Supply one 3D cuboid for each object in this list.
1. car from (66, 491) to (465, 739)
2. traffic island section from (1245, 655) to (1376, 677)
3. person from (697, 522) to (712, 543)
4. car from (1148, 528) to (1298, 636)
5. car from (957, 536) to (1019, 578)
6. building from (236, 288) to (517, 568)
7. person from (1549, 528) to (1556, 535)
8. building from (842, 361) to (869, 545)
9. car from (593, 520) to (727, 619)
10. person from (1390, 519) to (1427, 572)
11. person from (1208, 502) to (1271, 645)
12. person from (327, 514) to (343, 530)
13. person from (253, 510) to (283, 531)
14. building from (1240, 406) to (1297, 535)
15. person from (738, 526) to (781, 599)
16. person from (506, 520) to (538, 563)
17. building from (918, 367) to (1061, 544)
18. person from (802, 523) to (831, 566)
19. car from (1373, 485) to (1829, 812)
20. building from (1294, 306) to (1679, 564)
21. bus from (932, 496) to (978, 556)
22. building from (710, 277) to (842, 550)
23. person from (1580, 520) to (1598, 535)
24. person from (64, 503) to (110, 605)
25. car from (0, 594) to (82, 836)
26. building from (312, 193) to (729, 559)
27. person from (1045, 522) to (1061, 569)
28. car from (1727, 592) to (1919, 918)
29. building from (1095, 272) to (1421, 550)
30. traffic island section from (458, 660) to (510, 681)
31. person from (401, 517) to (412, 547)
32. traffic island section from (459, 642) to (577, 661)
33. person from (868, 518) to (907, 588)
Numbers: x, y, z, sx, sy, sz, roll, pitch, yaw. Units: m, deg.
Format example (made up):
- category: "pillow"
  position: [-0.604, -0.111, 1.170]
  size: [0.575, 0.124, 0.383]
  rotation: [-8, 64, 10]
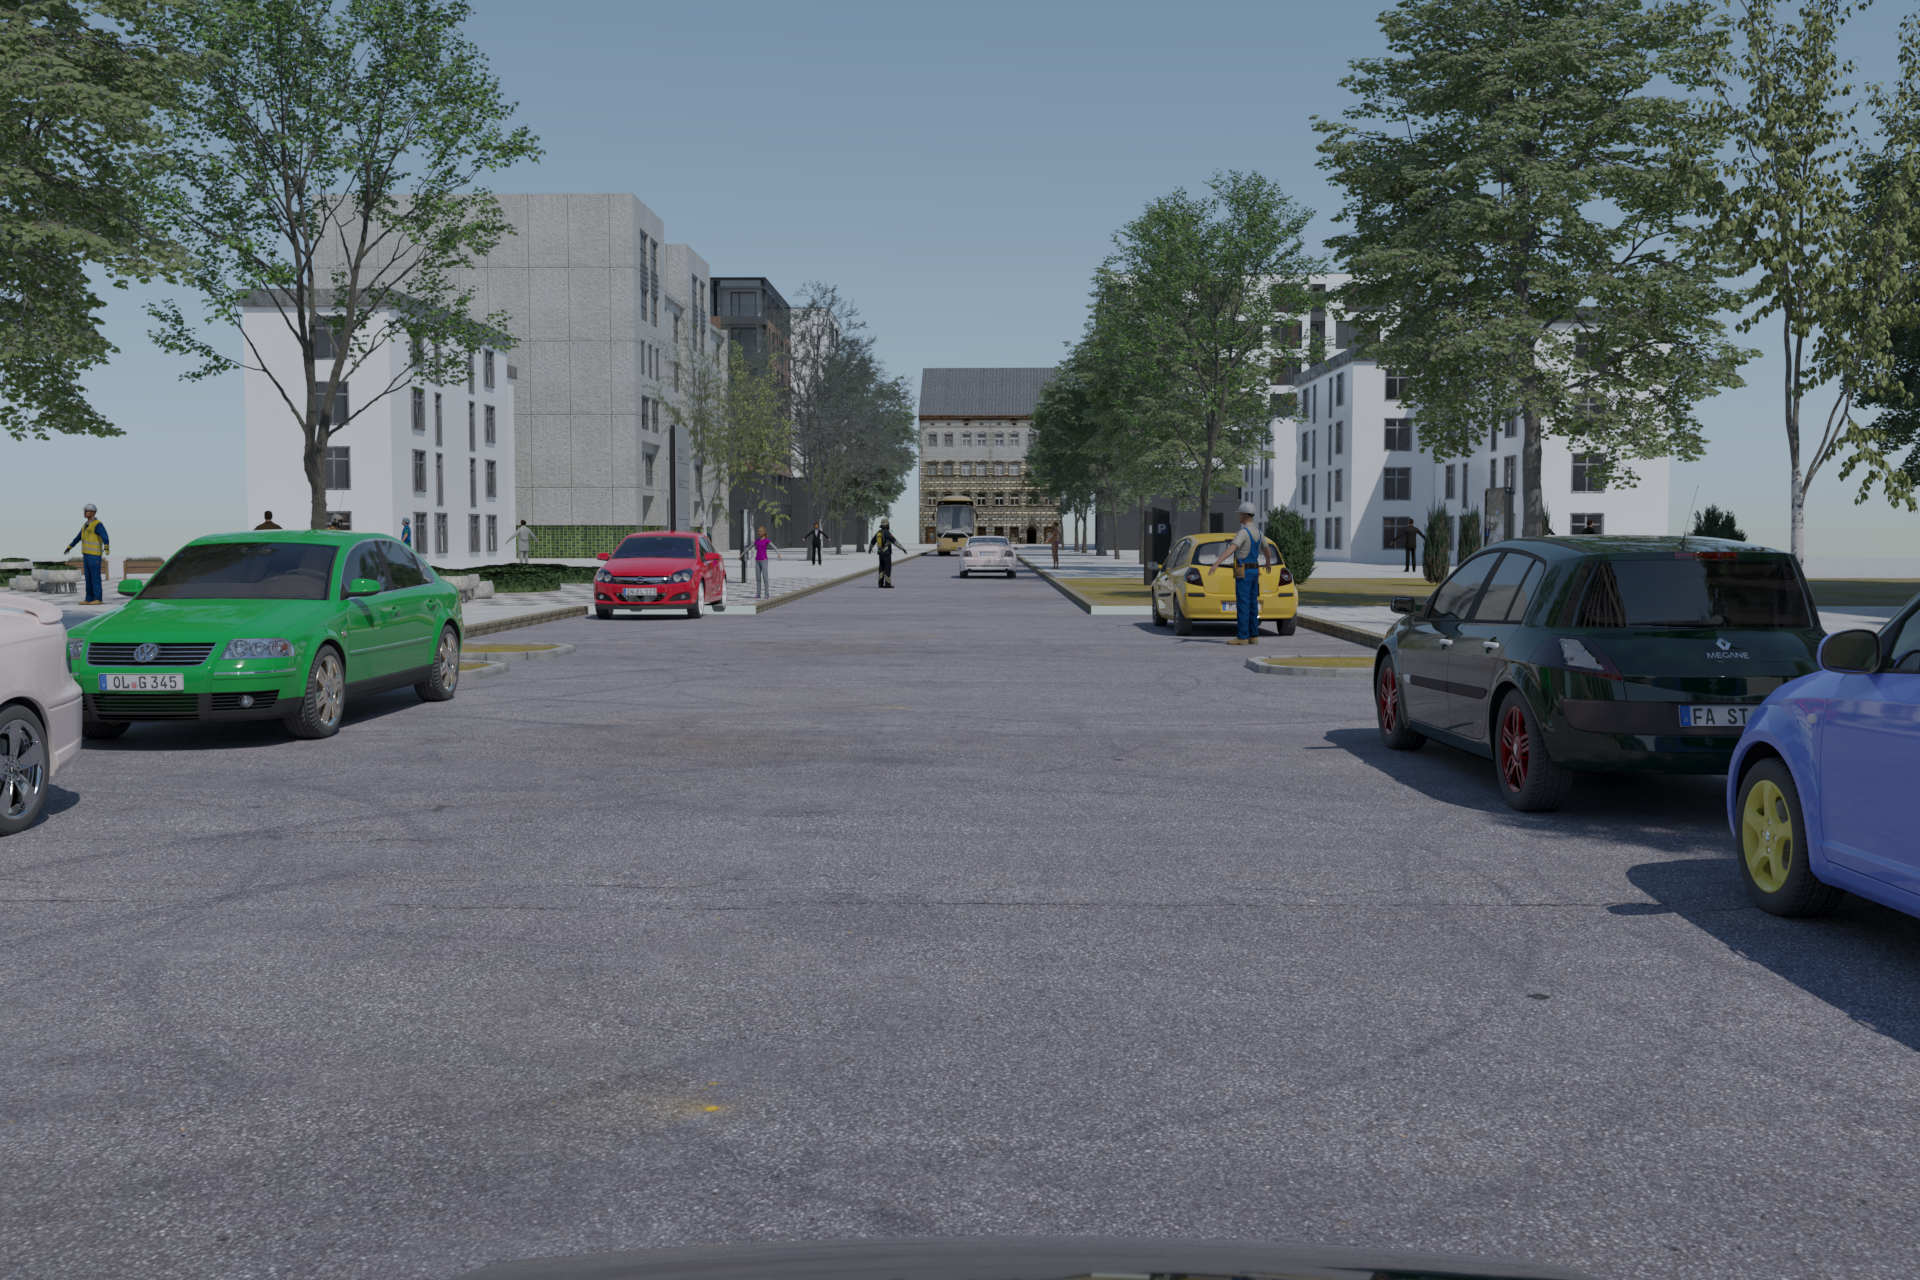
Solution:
- category: "car"
  position: [-5.280, -0.289, 13.522]
  size: [1.959, 1.807, 4.718]
  rotation: [0, 4, 1]
- category: "traffic island section"
  position: [4.069, 0.279, 18.306]
  size: [1.991, 0.108, 1.994]
  rotation: [0, 4, 1]
- category: "person"
  position: [-10.443, -3.875, 69.823]
  size: [0.721, 1.772, 1.216]
  rotation: [3, 5, 40]
- category: "car"
  position: [3.867, -0.954, 25.824]
  size: [2.015, 1.641, 3.980]
  rotation: [0, 4, -1]
- category: "car"
  position: [0.918, -2.753, 57.376]
  size: [2.083, 1.381, 4.827]
  rotation: [0, 4, 1]
- category: "building"
  position: [-23.507, -8.028, 73.402]
  size: [9.099, 9.664, 28.070]
  rotation: [0, 4, 2]
- category: "person"
  position: [18.487, -2.994, 54.883]
  size: [1.347, 1.837, 0.705]
  rotation: [3, 5, 41]
- category: "building"
  position: [-25.635, -21.809, 200.544]
  size: [27.936, 21.610, 32.646]
  rotation: [0, 4, 1]
- category: "car"
  position: [-5.257, -1.323, 30.677]
  size: [2.155, 1.783, 4.494]
  rotation: [0, 4, 0]
- category: "person"
  position: [15.210, -3.196, 58.476]
  size: [1.346, 1.802, 0.704]
  rotation: [0, 4, -5]
- category: "person"
  position: [3.691, -0.864, 22.438]
  size: [0.705, 1.847, 1.347]
  rotation: [3, 5, 43]
- category: "person"
  position: [-18.019, -2.716, 50.178]
  size: [0.705, 1.858, 1.354]
  rotation: [0, 4, -1]
- category: "person"
  position: [-15.502, -2.001, 38.849]
  size: [1.346, 1.812, 0.704]
  rotation: [-2, 4, -29]
- category: "building"
  position: [24.974, -10.475, 113.419]
  size: [9.099, 9.664, 28.070]
  rotation: [0, 4, 1]
- category: "person"
  position: [-3.940, -1.522, 34.156]
  size: [0.991, 1.433, 0.599]
  rotation: [2, 4, 26]
- category: "person"
  position: [-16.062, -3.515, 63.656]
  size: [0.705, 1.806, 1.347]
  rotation: [3, 5, 44]
- category: "building"
  position: [4.190, -24.091, 227.265]
  size: [18.063, 23.208, 19.493]
  rotation: [0, 4, 2]
- category: "person"
  position: [-5.837, -3.899, 70.463]
  size: [1.216, 1.740, 0.721]
  rotation: [0, 4, -2]
- category: "car"
  position: [3.699, -0.033, 10.322]
  size: [2.009, 1.686, 4.222]
  rotation: [0, 4, 0]
- category: "building"
  position: [22.090, -8.313, 78.060]
  size: [9.099, 9.664, 28.070]
  rotation: [0, 4, 1]
- category: "bus"
  position: [-0.174, -7.574, 115.386]
  size: [2.896, 3.916, 12.252]
  rotation: [0, 4, 1]
- category: "building"
  position: [-25.768, -18.979, 154.281]
  size: [27.936, 21.610, 32.646]
  rotation: [0, 4, 1]
- category: "person"
  position: [23.009, -3.490, 63.242]
  size: [0.705, 1.806, 1.347]
  rotation: [-1, 4, -22]
- category: "person"
  position: [-15.733, -1.551, 31.331]
  size: [1.349, 1.833, 0.705]
  rotation: [2, 4, 33]
- category: "car"
  position: [-5.437, 0.332, 6.937]
  size: [2.083, 1.381, 4.827]
  rotation: [0, 4, 1]
- category: "building"
  position: [-24.975, -14.655, 106.060]
  size: [16.747, 18.905, 31.486]
  rotation: [0, 4, 1]
- category: "person"
  position: [3.396, -3.439, 63.030]
  size: [0.721, 1.733, 1.217]
  rotation: [2, 4, 29]
- category: "car"
  position: [3.836, 0.257, 5.391]
  size: [1.945, 1.707, 3.694]
  rotation: [0, 4, 1]
- category: "building"
  position: [25.661, -18.833, 151.895]
  size: [27.936, 21.610, 32.646]
  rotation: [0, 4, 1]
- category: "traffic island section"
  position: [-5.691, 0.325, 17.560]
  size: [1.991, 0.108, 1.994]
  rotation: [0, 4, 2]
- category: "person"
  position: [-17.855, -3.036, 55.763]
  size: [0.704, 1.817, 1.347]
  rotation: [-1, 4, -12]
- category: "traffic island section"
  position: [-5.649, 0.144, 20.517]
  size: [1.991, 0.108, 1.994]
  rotation: [0, 4, 1]
- category: "person"
  position: [-1.964, -2.297, 45.788]
  size: [1.354, 1.856, 0.705]
  rotation: [3, 5, 40]
